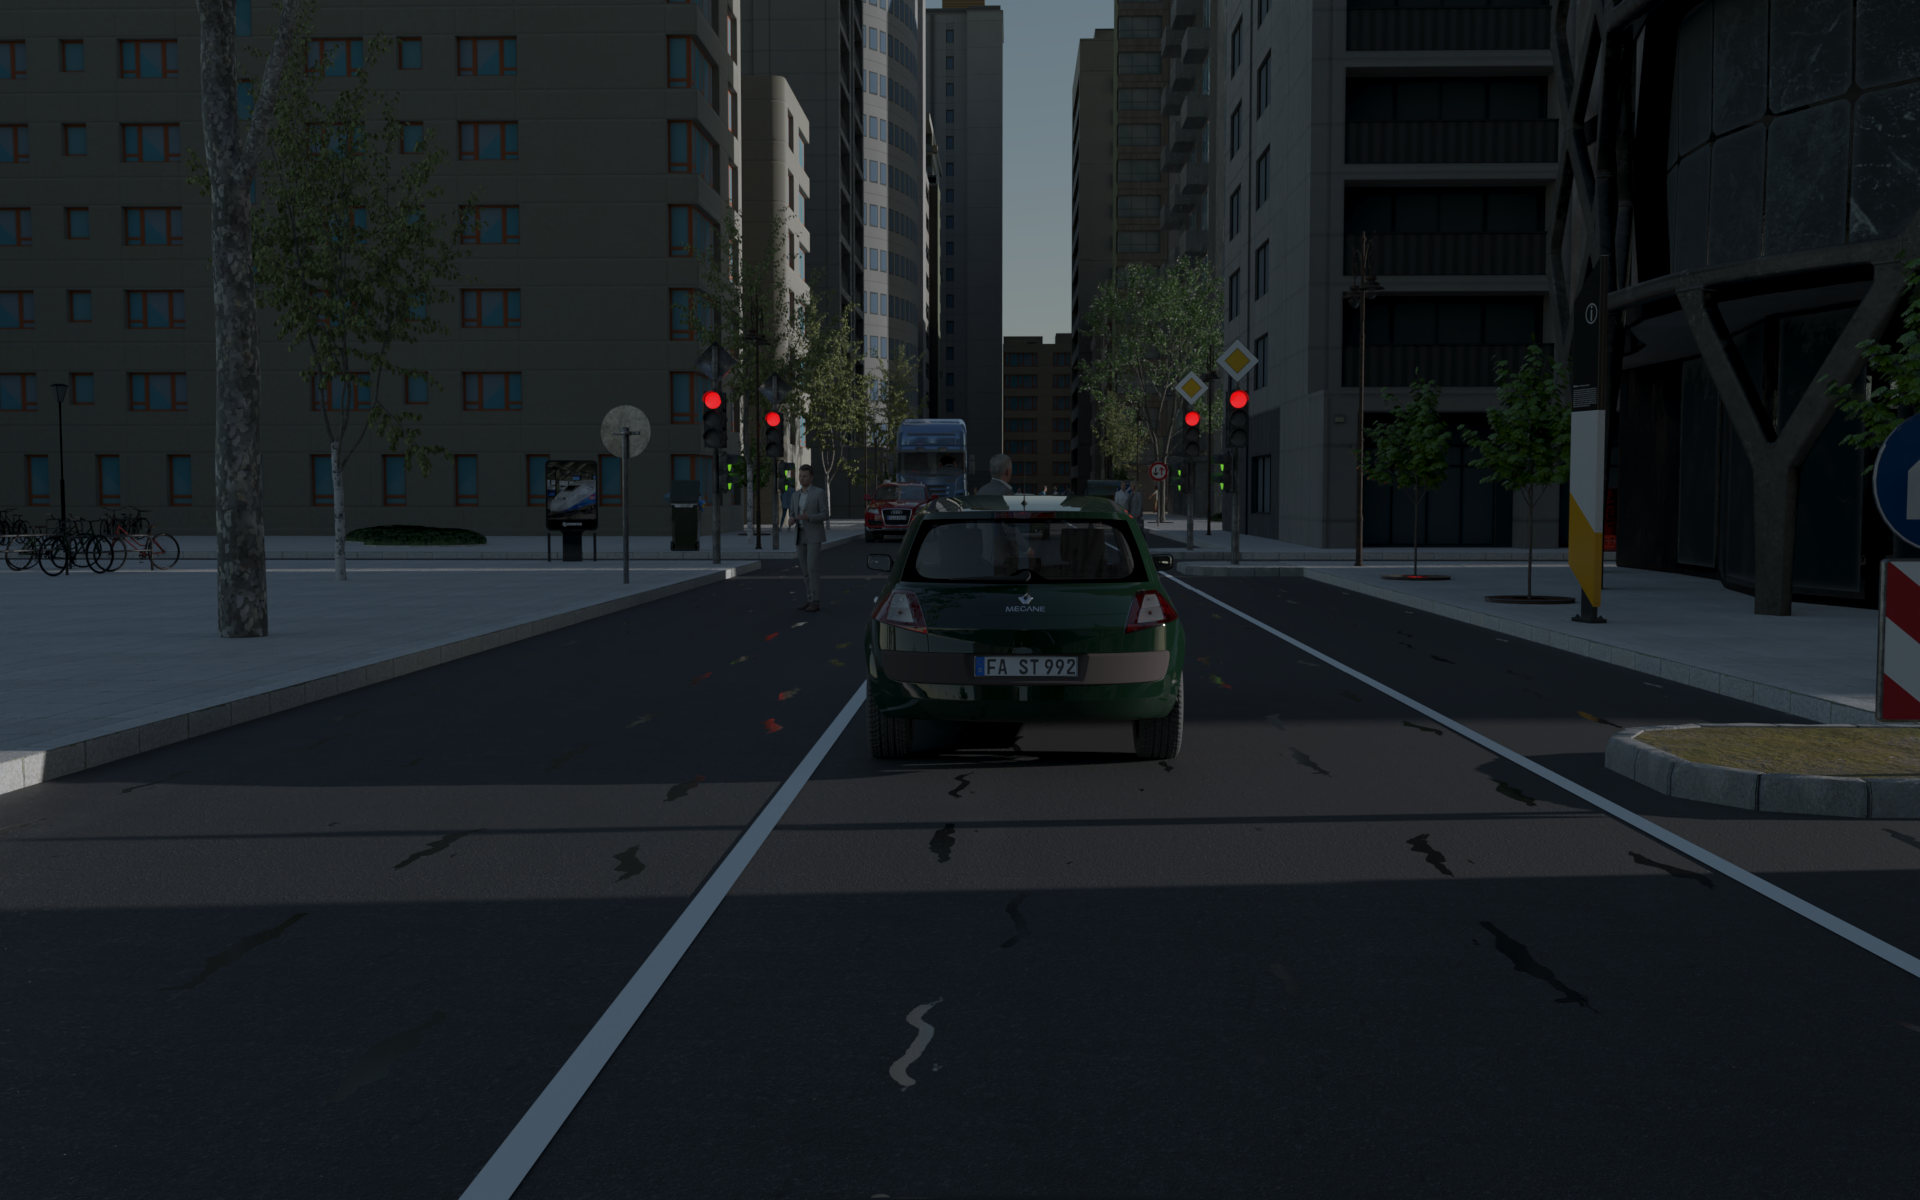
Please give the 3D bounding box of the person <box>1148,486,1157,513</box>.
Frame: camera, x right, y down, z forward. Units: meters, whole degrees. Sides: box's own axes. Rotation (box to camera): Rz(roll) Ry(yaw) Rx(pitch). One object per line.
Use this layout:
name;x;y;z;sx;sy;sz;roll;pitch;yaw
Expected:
person;13.472;-6.913;119.074;1.348;1.824;0.705;-2;4;-35

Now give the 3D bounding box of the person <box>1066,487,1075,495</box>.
person;6.360;-5.619;100.172;0.655;1.846;0.447;3;5;41

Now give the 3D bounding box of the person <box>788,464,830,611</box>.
person;-1.921;-0.771;21.311;0.606;1.804;0.583;2;4;29

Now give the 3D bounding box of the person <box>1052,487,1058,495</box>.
person;5.230;-5.264;94.452;0.818;1.842;0.514;0;4;-1

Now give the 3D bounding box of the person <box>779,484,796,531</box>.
person;-5.963;-3.268;59.737;0.793;1.790;0.793;-2;4;-25

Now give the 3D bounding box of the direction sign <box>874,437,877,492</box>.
direction sign;-3.345;-4.703;68.893;0.379;3.537;0.876;0;4;-8

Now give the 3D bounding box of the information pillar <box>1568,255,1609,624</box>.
information pillar;6.274;-1.586;17.294;0.183;3.616;0.504;-1;4;-12

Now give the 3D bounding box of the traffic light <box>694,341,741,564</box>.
traffic light;-4.458;-2.619;31.744;0.839;4.253;0.868;0;4;2

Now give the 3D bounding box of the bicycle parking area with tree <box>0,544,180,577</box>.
bicycle parking area with tree;-17.910;-2.449;27.049;8.231;4.147;9.016;2;4;32

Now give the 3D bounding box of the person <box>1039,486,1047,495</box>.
person;3.500;-3.986;74.010;0.444;1.785;0.601;-1;4;-18

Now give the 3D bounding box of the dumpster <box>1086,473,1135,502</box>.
dumpster;5.927;-3.849;67.874;1.985;2.255;1.502;0;4;1

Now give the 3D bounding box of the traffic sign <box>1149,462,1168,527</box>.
traffic sign;7.810;-4.162;68.150;0.768;2.556;0.104;0;4;4

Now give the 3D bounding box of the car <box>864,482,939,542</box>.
car;-1.761;-2.723;53.193;2.281;1.827;5.304;0;4;2

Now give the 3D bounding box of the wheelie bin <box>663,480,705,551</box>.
wheelie bin;-6.212;-1.907;39.080;0.980;1.594;0.693;0;4;-1

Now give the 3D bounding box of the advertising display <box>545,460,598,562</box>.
advertising display;-7.366;-1.691;32.859;0.974;1.923;0.123;-1;4;-16

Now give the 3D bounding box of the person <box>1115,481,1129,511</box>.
person;4.661;-2.514;49.831;0.478;1.798;0.641;0;4;-4

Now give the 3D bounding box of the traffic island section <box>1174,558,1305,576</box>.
traffic island section;5.040;-0.569;31.592;2.009;0.180;2.903;0;4;2

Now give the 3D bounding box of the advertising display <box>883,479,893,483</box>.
advertising display;-3.179;-4.377;76.776;0.123;1.923;0.974;-1;4;-23

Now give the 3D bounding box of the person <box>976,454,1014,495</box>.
person;0.382;-0.375;15.031;0.834;1.777;0.661;-3;4;-37

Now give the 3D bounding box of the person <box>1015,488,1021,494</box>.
person;3.471;-5.749;102.728;0.478;1.798;0.641;0;4;-6

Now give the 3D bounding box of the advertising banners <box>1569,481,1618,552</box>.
advertising banners;14.404;-2.578;38.342;2.074;3.025;0.090;0;4;5

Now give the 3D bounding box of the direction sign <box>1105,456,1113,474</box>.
direction sign;8.843;-6.819;103.484;0.379;3.537;0.876;-1;4;-16

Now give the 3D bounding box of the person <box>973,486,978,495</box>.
person;0.885;-4.923;88.906;0.836;1.842;0.656;-1;4;-13

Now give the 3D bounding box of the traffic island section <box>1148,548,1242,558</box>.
traffic island section;5.277;-1.058;39.574;2.009;0.180;2.903;0;4;2

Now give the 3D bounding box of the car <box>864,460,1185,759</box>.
car;0.378;-0.061;10.780;2.009;1.686;4.222;0;4;1

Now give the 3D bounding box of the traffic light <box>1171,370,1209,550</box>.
traffic light;5.238;-3.091;39.461;0.839;4.253;0.868;0;4;2

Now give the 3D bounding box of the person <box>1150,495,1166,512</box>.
person;13.850;-6.983;120.931;1.217;1.735;0.721;0;4;6

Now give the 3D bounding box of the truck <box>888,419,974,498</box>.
truck;-0.946;-4.781;67.925;2.967;4.110;18.799;0;4;0

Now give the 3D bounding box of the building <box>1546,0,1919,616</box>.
building;16.515;-9.427;21.584;16.820;18.784;16.811;0;4;2

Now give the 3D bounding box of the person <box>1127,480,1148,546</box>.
person;4.596;-2.218;44.944;0.728;1.800;0.709;-2;4;-27

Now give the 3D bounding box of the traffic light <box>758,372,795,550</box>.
traffic light;-4.220;-3.107;39.725;0.839;4.253;0.868;0;4;2

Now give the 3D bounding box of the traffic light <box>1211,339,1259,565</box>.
traffic light;5.000;-2.603;31.479;0.839;4.253;0.868;0;4;2

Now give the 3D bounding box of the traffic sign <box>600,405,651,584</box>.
traffic sign;-4.780;-1.506;24.729;0.768;2.556;0.104;1;4;10
